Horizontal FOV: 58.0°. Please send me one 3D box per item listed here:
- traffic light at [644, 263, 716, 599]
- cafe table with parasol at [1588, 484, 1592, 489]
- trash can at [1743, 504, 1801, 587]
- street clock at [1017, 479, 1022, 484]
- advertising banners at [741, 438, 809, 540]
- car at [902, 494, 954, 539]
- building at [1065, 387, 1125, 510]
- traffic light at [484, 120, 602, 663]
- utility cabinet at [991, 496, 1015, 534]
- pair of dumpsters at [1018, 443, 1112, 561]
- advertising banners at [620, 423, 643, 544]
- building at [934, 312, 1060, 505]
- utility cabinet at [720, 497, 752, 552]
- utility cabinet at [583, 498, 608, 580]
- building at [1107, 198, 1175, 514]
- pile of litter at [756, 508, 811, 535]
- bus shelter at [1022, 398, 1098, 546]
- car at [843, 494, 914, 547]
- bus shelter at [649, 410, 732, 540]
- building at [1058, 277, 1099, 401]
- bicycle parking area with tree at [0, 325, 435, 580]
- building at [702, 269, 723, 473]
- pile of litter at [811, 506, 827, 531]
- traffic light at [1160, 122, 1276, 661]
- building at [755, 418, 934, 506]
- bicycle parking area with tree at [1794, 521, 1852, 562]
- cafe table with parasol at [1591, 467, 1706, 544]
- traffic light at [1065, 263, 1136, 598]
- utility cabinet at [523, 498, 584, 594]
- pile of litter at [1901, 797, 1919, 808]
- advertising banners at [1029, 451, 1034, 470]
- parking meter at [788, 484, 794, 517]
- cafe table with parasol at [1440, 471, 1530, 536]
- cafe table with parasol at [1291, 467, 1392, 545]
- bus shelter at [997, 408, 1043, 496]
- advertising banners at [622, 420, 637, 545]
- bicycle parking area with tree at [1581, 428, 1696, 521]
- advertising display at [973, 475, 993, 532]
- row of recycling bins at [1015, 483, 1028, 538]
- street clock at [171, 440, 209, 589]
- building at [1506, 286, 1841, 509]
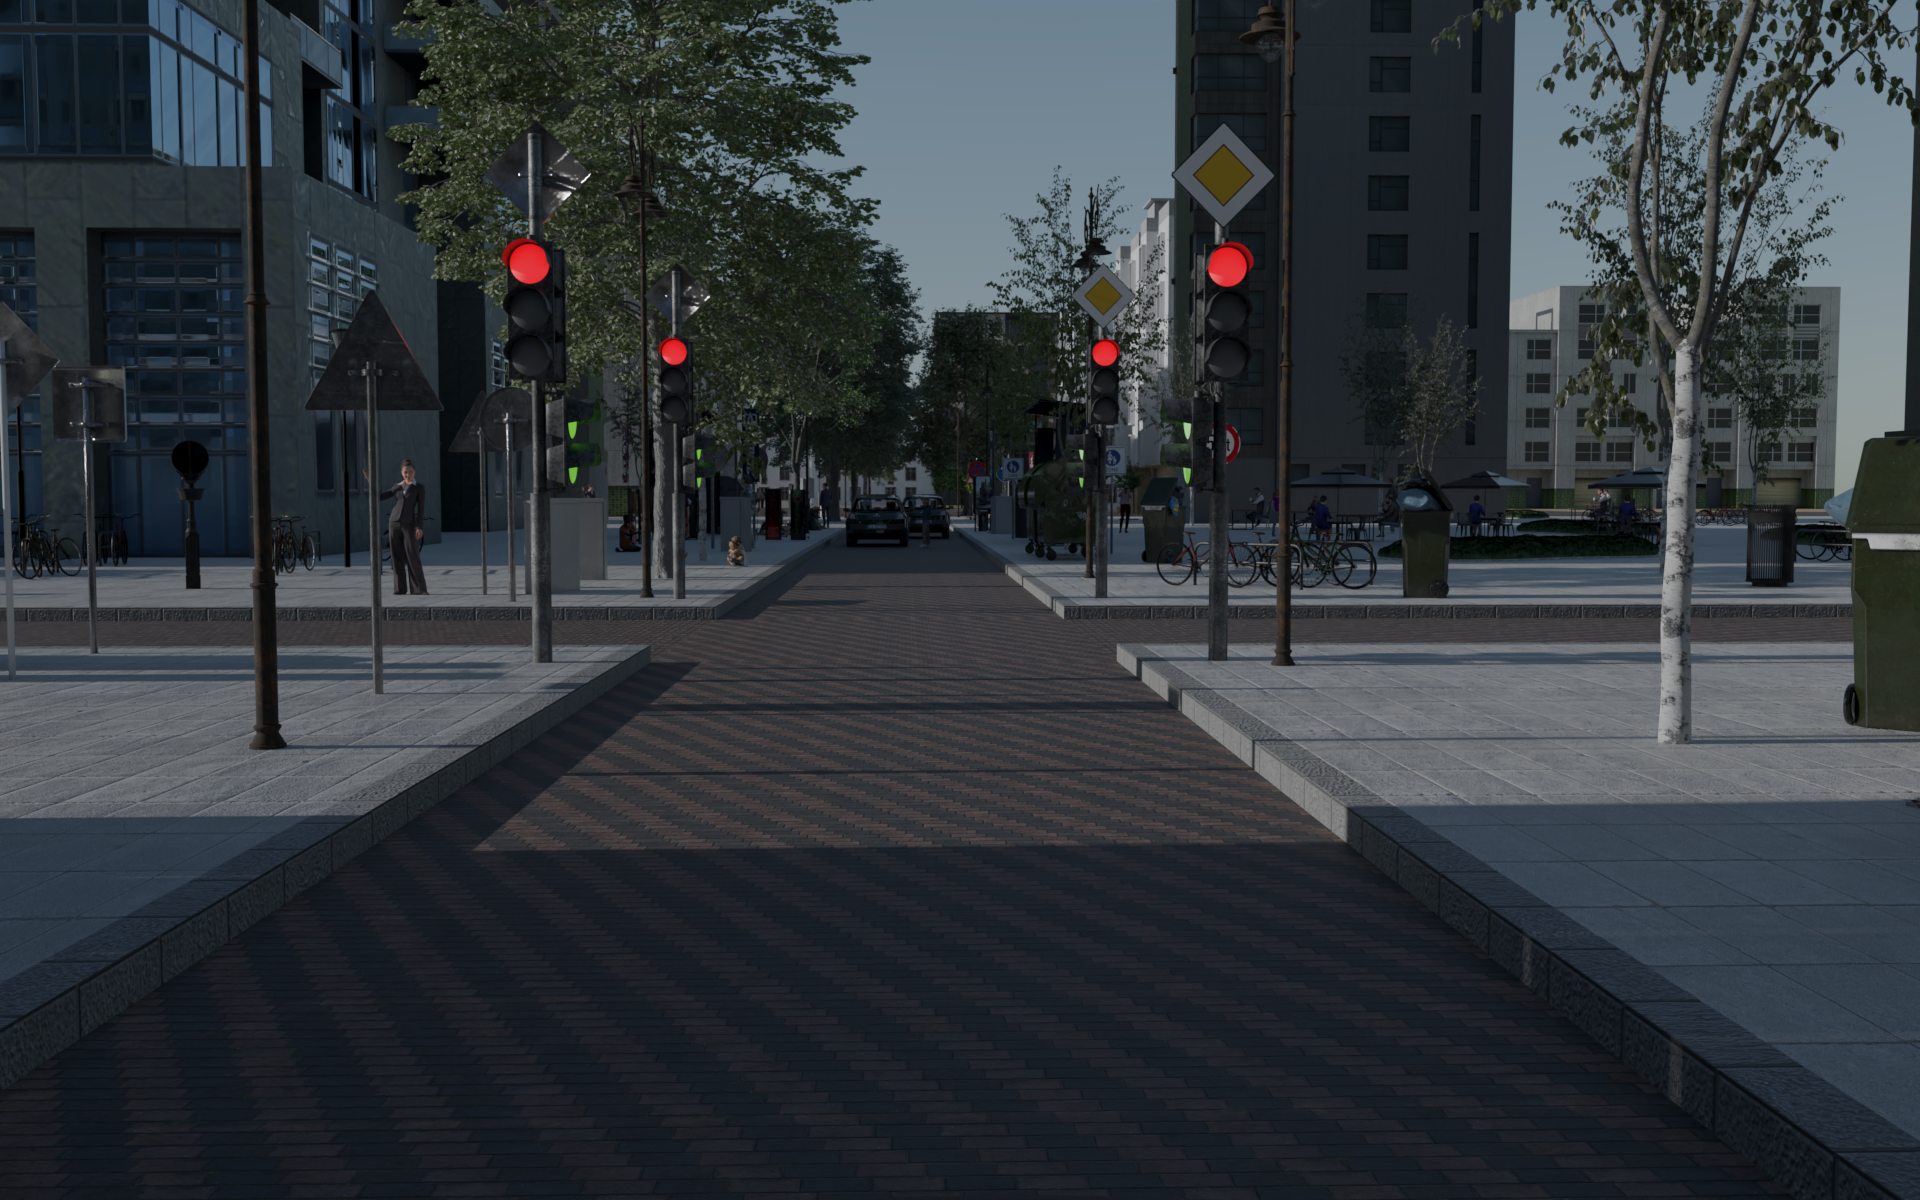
[{"bbox_3d":[-3.414,-1.966,21.069,0.839,4.253,0.868,0,4,-2],"label":"traffic light"},{"bbox_3d":[19.219,-2.746,49.758,2.610,1.966,2.610,0,4,-2],"label":"cafe table with parasol"},{"bbox_3d":[11.264,-0.759,24.063,0.748,1.137,0.748,0,3,0],"label":"trash can"},{"bbox_3d":[2.331,-3.884,68.079,0.471,2.002,0.358,1,4,10],"label":"street clock"},{"bbox_3d":[-5.193,-3.190,48.350,2.074,3.025,0.090,1,4,18],"label":"advertising banners"},{"bbox_3d":[-1.204,-2.881,56.898,2.009,1.686,4.222,0,4,-1],"label":"car"},{"bbox_3d":[14.127,-11.894,136.618,9.099,9.664,28.070,0,4,-2],"label":"building"},{"bbox_3d":[-3.165,-1.478,13.088,0.839,4.253,0.868,0,4,-2],"label":"traffic light"},{"bbox_3d":[1.485,-2.722,55.664,1.020,1.237,0.306,-2,4,-31],"label":"utility cabinet"},{"bbox_3d":[2.101,-2.000,35.199,1.574,2.255,4.437,0,4,-2],"label":"pair of dumpsters"},{"bbox_3d":[-8.255,-2.906,43.695,0.090,3.025,2.074,0,4,5],"label":"advertising banners"},{"bbox_3d":[13.263,-22.097,205.263,32.646,21.610,27.936,0,4,-2],"label":"building"},{"bbox_3d":[-5.021,-1.692,38.825,0.306,1.237,1.020,-2,4,-34],"label":"utility cabinet"},{"bbox_3d":[-5.801,-0.899,25.864,1.020,1.237,0.306,0,4,-2],"label":"utility cabinet"},{"bbox_3d":[18.560,-15.922,116.738,16.016,20.091,11.380,0,4,-2],"label":"building"},{"bbox_3d":[-5.758,-2.444,53.919,1.719,0.858,1.176,2,4,30],"label":"pile of litter"},{"bbox_3d":[2.699,-3.328,45.691,1.731,3.624,6.357,0,4,-2],"label":"bus shelter"},{"bbox_3d":[-2.290,-2.369,48.519,2.009,1.686,4.222,0,4,-1],"label":"car"},{"bbox_3d":[-7.947,-3.680,51.450,1.731,3.624,6.357,0,4,-2],"label":"bus shelter"},{"bbox_3d":[16.996,-18.328,156.085,16.016,20.091,11.380,0,4,-2],"label":"building"},{"bbox_3d":[-13.240,-2.615,29.764,8.231,4.147,9.016,0,4,1],"label":"bicycle parking area with tree"},{"bbox_3d":[-26.672,-16.934,133.294,16.016,20.091,11.380,0,4,-2],"label":"building"},{"bbox_3d":[-5.641,-2.866,60.824,1.719,0.858,1.176,-1,4,-15],"label":"pile of litter"},{"bbox_3d":[1.973,-1.489,13.263,0.839,4.253,0.868,0,4,-2],"label":"traffic light"},{"bbox_3d":[-16.804,-15.515,195.823,28.070,9.664,9.099,0,4,-2],"label":"building"},{"bbox_3d":[20.318,-2.756,32.070,8.231,4.147,9.016,-1,4,-18],"label":"bicycle parking area with tree"},{"bbox_3d":[17.247,-2.351,43.303,2.610,1.966,2.610,1,4,20],"label":"cafe table with parasol"},{"bbox_3d":[1.724,-1.977,21.244,0.839,4.253,0.868,0,4,-2],"label":"traffic light"},{"bbox_3d":[-5.329,-0.702,22.633,0.306,1.237,1.020,1,4,14],"label":"utility cabinet"},{"bbox_3d":[4.327,0.463,6.397,1.176,0.858,1.719,0,4,2],"label":"pile of litter"},{"bbox_3d":[3.187,-4.542,70.453,0.090,3.025,2.074,-1,4,-19],"label":"advertising banners"},{"bbox_3d":[-9.368,-5.559,96.602,0.255,1.863,0.399,-3,5,-41],"label":"parking meter"},{"bbox_3d":[15.507,-2.831,51.155,2.610,1.966,2.610,1,4,11],"label":"cafe table with parasol"},{"bbox_3d":[9.644,-2.405,44.183,2.610,1.966,2.610,1,4,20],"label":"cafe table with parasol"},{"bbox_3d":[2.822,-6.128,77.828,2.179,5.291,8.768,0,4,-2],"label":"bus shelter"},{"bbox_3d":[-7.830,-2.743,41.029,0.090,3.025,2.074,0,4,-8],"label":"advertising banners"},{"bbox_3d":[30.438,-5.246,72.770,9.016,4.147,8.231,2,4,30],"label":"bicycle parking area with tree"},{"bbox_3d":[0.782,-3.320,59.495,0.123,1.923,0.974,3,4,38],"label":"advertising display"},{"bbox_3d":[2.847,-2.728,51.713,1.069,1.692,3.534,3,5,40],"label":"row of recycling bins"},{"bbox_3d":[-10.396,-1.153,23.428,0.471,2.002,0.358,-2,4,-25],"label":"street clock"},{"bbox_3d":[58.917,-17.693,155.733,31.486,18.905,16.747,0,4,-2],"label":"building"}]
